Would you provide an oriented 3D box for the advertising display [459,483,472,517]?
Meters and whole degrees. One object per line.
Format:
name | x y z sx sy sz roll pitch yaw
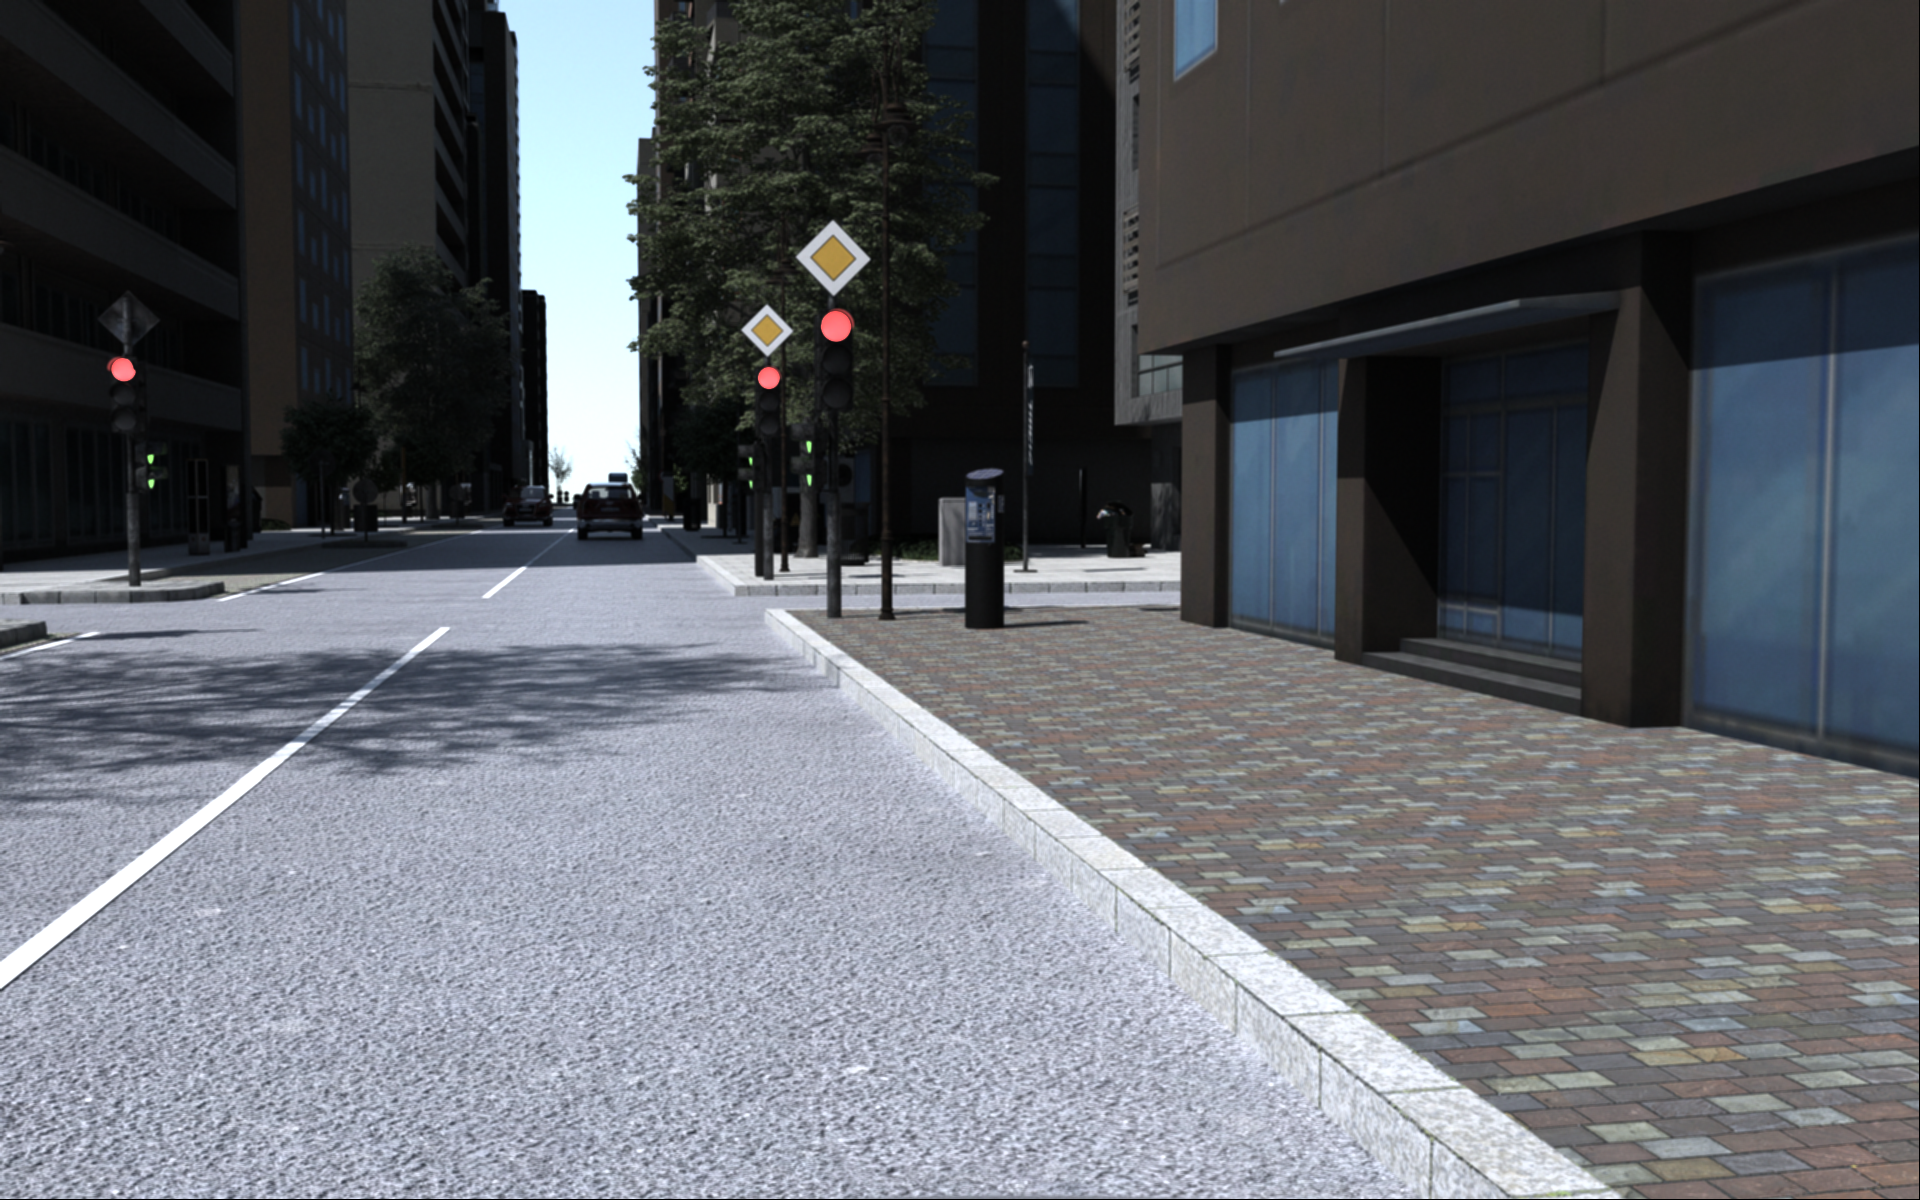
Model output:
advertising display | -27.797 -5.636 97.361 0.123 1.923 0.974 2 4 23

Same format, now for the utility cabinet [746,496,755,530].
utility cabinet | -7.562 -3.142 62.532 0.306 1.237 1.020 -1 4 -23

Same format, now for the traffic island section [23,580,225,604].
traffic island section | -11.504 -0.112 24.110 2.009 0.180 2.903 -1 4 -11

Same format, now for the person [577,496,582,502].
person | -23.823 -6.248 110.660 1.348 1.822 0.705 -1 4 -10

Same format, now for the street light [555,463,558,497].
street light | -58.218 -16.968 250.208 0.468 5.910 1.993 -1 4 -11

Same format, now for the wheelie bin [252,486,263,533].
wheelie bin | -23.577 -3.035 57.530 0.693 1.594 0.980 -2 4 -35

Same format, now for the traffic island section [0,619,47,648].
traffic island section | -9.958 0.367 16.276 2.009 0.180 2.903 -1 4 -11

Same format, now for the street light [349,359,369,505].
street light | -20.539 -5.294 59.345 0.468 5.910 1.993 -1 4 -11

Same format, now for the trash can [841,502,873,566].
trash can | -1.937 -1.183 31.003 0.748 1.137 0.748 0 3 0

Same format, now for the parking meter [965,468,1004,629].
parking meter | 0.236 -0.499 16.576 0.372 1.533 0.369 0 3 0

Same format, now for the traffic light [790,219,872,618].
traffic light | -1.323 -1.770 17.855 0.839 4.253 0.868 -1 4 -11

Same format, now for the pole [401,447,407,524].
pole | -24.209 -4.987 75.382 0.158 3.312 0.155 0 3 0

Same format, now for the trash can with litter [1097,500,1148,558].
trash can with litter | 3.306 -1.447 35.043 0.624 1.170 1.055 3 5 41

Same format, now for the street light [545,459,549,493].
street light | -51.251 -14.823 215.140 0.468 5.910 1.993 -1 4 -11

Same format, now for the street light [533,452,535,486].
street light | -44.439 -12.705 180.520 0.468 5.910 1.993 -1 4 -11

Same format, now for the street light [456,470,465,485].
street light | -28.354 -7.716 98.940 0.468 5.910 1.993 -1 4 -11

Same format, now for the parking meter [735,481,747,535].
parking meter | -6.794 -2.936 53.712 0.255 1.863 0.399 -2 4 -24

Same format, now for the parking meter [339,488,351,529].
parking meter | -22.696 -3.393 63.887 0.372 1.533 0.369 0 3 0

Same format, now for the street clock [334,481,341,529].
street clock | -22.632 -3.564 62.837 0.471 2.002 0.358 1 4 12

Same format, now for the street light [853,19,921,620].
street light | -0.745 -2.735 17.506 0.468 5.910 1.993 -1 4 -11

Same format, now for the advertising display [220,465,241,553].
advertising display | -16.122 -2.025 38.317 0.123 1.923 0.974 0 4 -5

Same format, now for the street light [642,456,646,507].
street light | -31.631 -12.273 173.457 0.468 5.910 1.993 -1 4 -11

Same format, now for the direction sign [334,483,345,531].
direction sign | -21.708 -4.185 60.417 0.379 3.537 0.876 0 4 -3

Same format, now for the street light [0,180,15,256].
street light | -13.542 -3.132 23.996 0.468 5.910 1.993 -1 4 -11

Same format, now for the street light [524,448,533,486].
street light | -42.134 -11.983 168.712 0.468 5.910 1.993 -1 4 -11

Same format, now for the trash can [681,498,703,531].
trash can | -9.316 -2.969 60.188 0.748 1.137 0.748 0 3 0

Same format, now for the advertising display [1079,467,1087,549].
advertising display | 2.917 -2.194 41.081 0.123 1.923 0.974 0 4 1

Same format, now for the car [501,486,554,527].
car | -19.474 -4.249 78.140 2.281 1.827 5.304 -1 4 -11

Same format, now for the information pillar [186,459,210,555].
information pillar | -15.985 -1.947 36.333 0.304 2.012 0.304 2 4 27

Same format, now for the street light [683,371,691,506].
street light | -10.002 -5.576 63.959 0.468 5.910 1.993 -1 4 -11

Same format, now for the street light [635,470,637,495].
street light | -40.944 -15.162 220.689 0.468 5.910 1.993 -1 4 -11

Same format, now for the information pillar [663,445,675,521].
information pillar | -13.740 -5.528 81.732 0.504 3.616 0.183 0 4 2

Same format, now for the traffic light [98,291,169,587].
traffic light | -11.462 -2.145 23.984 0.839 4.253 0.868 -1 4 -11

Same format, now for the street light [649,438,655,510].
street light | -24.667 -10.153 138.789 0.468 5.910 1.993 -1 4 -11

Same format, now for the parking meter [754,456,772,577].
parking meter | -3.064 -1.301 26.989 0.255 1.863 0.399 -1 4 -10

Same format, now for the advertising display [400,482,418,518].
advertising display | -29.991 -5.445 94.246 0.974 1.923 0.123 1 4 13

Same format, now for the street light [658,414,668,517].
street light | -17.876 -8.035 104.160 0.468 5.910 1.993 -1 4 -11

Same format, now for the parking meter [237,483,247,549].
parking meter | -17.035 -1.985 40.870 0.372 1.533 0.369 0 3 0

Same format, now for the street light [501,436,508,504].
street light | -35.277 -9.866 134.101 0.468 5.910 1.993 -1 4 -11

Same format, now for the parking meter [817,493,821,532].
parking meter | -4.020 -2.413 47.861 0.372 1.533 0.369 0 3 0

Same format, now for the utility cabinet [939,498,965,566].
utility cabinet | 0.141 -1.219 31.094 1.020 1.237 0.306 -1 4 -16

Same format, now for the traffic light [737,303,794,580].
traffic light | -2.869 -2.249 25.689 0.839 4.253 0.868 -1 4 -11

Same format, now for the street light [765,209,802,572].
street light | -2.897 -3.405 28.457 0.468 5.910 1.993 -1 4 -11
